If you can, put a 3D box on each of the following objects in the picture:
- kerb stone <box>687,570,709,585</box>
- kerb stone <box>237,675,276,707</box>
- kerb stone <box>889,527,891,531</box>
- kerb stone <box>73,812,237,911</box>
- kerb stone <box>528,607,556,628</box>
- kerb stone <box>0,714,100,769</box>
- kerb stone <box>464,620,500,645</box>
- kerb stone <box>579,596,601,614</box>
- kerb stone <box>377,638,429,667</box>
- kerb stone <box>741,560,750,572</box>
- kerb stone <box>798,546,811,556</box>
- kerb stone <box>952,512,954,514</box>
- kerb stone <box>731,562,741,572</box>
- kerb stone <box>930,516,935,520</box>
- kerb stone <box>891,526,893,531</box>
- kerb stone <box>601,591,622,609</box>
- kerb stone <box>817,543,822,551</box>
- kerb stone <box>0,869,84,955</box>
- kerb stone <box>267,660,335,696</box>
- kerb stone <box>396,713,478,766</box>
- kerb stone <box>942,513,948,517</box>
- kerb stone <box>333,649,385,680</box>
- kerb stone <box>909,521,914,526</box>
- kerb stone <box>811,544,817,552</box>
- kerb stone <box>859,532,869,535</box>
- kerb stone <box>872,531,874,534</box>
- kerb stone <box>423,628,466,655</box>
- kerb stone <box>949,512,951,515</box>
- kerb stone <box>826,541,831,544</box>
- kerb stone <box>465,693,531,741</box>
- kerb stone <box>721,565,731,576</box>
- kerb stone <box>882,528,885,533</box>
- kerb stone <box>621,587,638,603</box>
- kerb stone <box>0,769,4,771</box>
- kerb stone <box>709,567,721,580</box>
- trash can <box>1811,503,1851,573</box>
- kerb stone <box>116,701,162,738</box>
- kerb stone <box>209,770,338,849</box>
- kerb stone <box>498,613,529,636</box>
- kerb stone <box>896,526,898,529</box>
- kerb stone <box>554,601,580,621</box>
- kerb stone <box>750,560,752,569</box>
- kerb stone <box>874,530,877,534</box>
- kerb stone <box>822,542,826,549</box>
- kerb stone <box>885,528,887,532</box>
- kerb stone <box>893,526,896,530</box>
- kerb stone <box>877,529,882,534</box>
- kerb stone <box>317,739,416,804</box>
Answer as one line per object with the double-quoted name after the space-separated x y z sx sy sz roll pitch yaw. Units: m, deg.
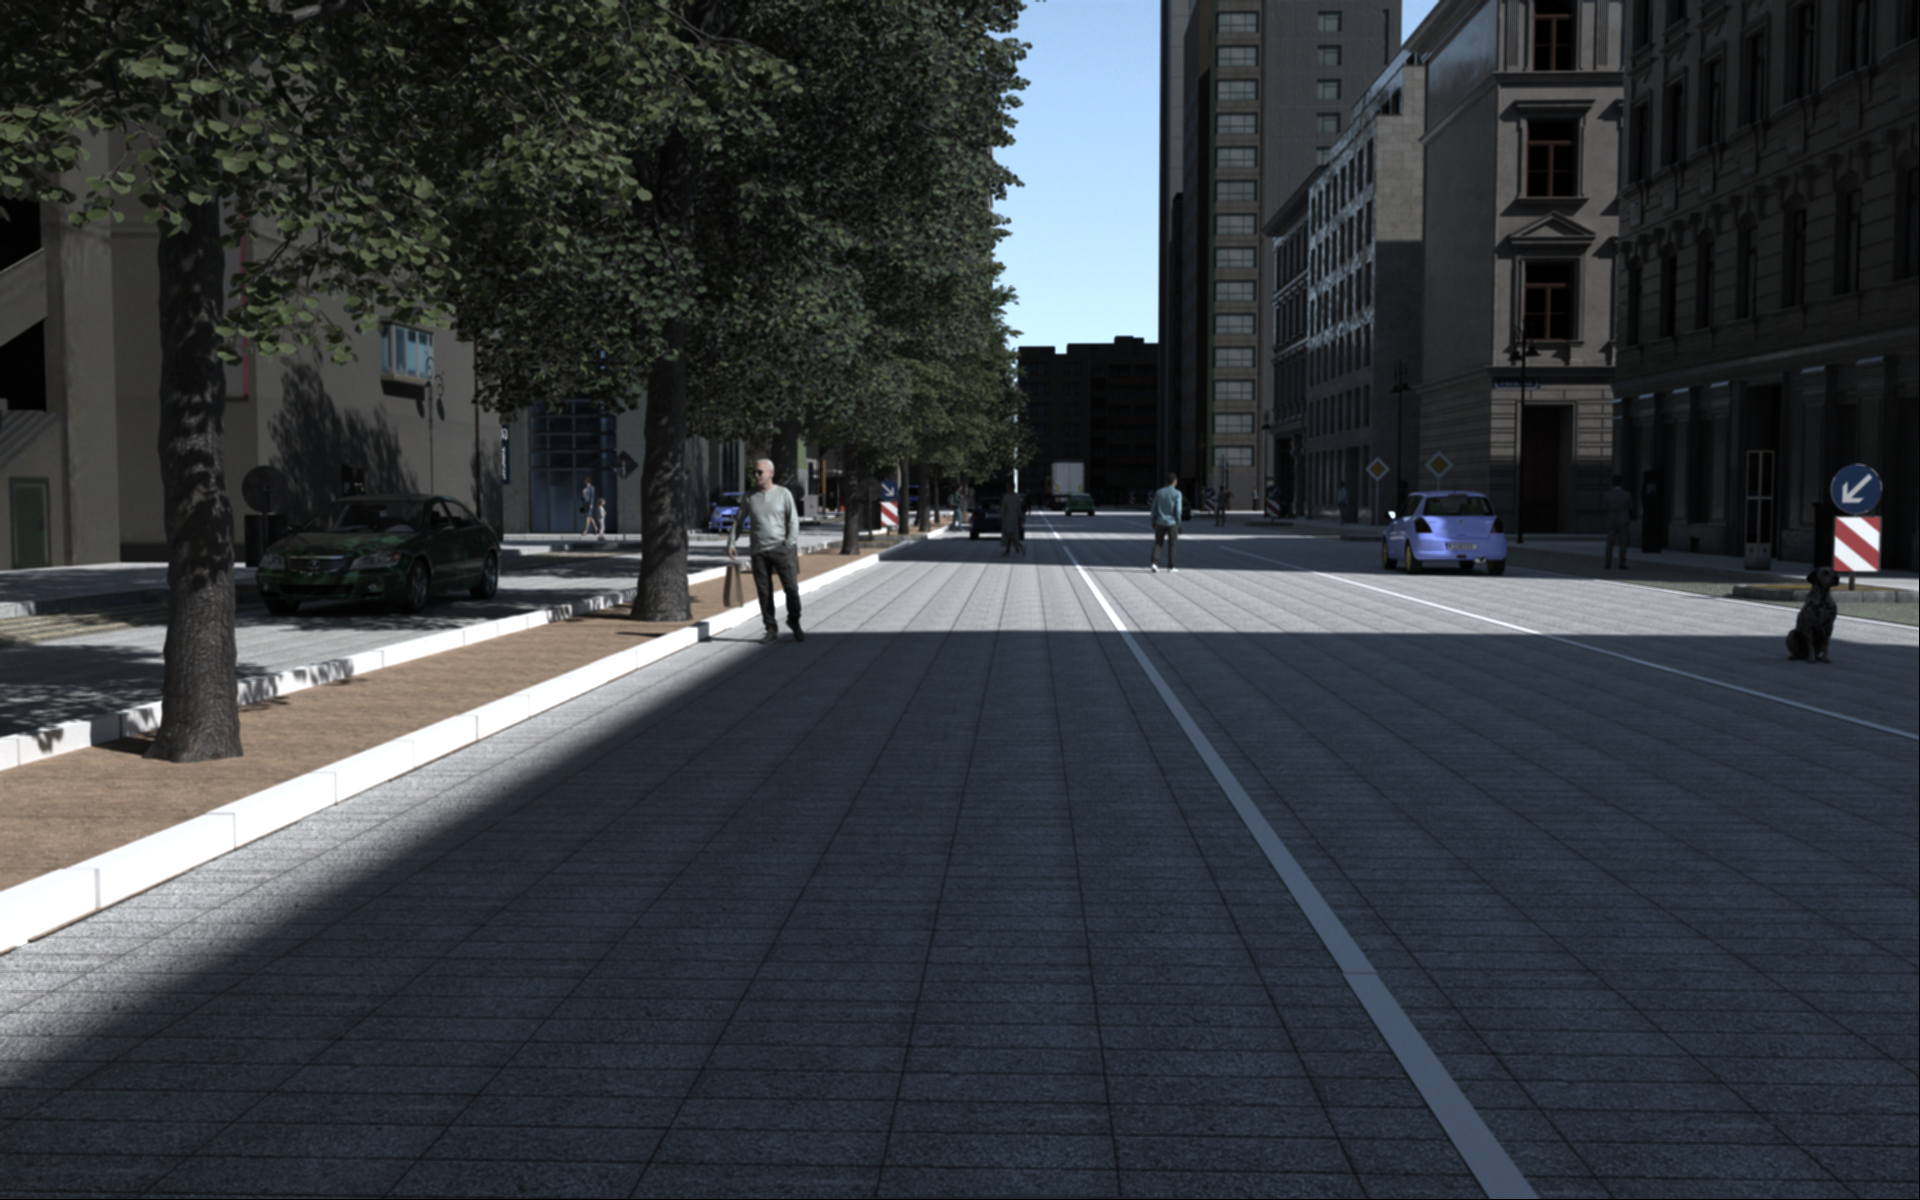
-4.249 -0.351 28.021 0.120 0.150 1.000 0 4 2 "kerb stone"
-4.895 0.646 11.641 0.120 0.150 1.000 0 4 2 "kerb stone"
-2.784 -2.644 65.426 0.120 0.150 1.000 0 4 2 "kerb stone"
-2.994 0.966 6.451 0.120 0.150 1.000 0 4 2 "kerb stone"
-4.608 0.213 18.812 0.120 0.150 1.000 0 4 2 "kerb stone"
-4.975 0.771 9.590 0.120 0.150 1.000 0 4 2 "kerb stone"
-4.691 0.332 16.760 0.120 0.150 1.000 0 4 2 "kerb stone"
-4.535 0.082 20.854 0.120 0.150 1.000 0 4 2 "kerb stone"
-4.769 0.458 14.715 0.120 0.150 1.000 0 4 2 "kerb stone"
-4.090 -0.607 32.113 0.120 0.150 1.000 0 4 2 "kerb stone"
-3.737 -1.172 41.352 0.120 0.150 1.000 0 4 2 "kerb stone"
-0.690 -5.904 118.751 0.120 0.150 1.000 0 4 2 "kerb stone"
-4.128 -0.543 31.092 0.120 0.150 1.000 0 4 2 "kerb stone"
-1.490 -4.651 98.245 0.120 0.150 1.000 0 4 2 "kerb stone"
-2.749 -2.705 66.447 0.120 0.150 1.000 0 4 2 "kerb stone"
-4.485 0.019 21.879 0.120 0.150 1.000 0 4 2 "kerb stone"
-3.651 -1.295 43.403 0.120 0.150 1.000 0 4 2 "kerb stone"
-3.041 1.025 5.430 0.120 0.150 1.000 0 4 2 "kerb stone"
-4.850 0.583 12.663 0.120 0.150 1.000 0 4 2 "kerb stone"
-2.880 0.776 9.515 0.120 0.150 1.000 0 4 2 "kerb stone"
-1.021 -5.401 110.544 0.120 0.150 1.000 0 4 2 "kerb stone"
-4.812 0.528 13.690 0.120 0.150 1.000 0 4 2 "kerb stone"
-2.184 -3.584 80.793 0.120 0.150 1.000 0 4 2 "kerb stone"
-3.691 -1.233 42.379 0.120 0.150 1.000 0 4 2 "kerb stone"
-3.145 -2.081 56.215 0.120 0.150 1.000 0 4 2 "kerb stone"
-3.067 -2.205 58.258 0.120 0.150 1.000 0 4 2 "kerb stone"
-4.735 0.395 15.736 0.120 0.150 1.000 0 4 2 "kerb stone"
-0.853 -5.654 114.649 0.120 0.150 1.000 0 4 2 "kerb stone"
-3.569 -1.421 45.453 0.120 0.150 1.000 0 4 2 "kerb stone"
-2.831 0.713 10.541 0.120 0.150 1.000 0 4 2 "kerb stone"
-4.171 -0.482 30.071 0.120 0.150 1.000 0 4 2 "kerb stone"
-2.903 -2.456 62.357 0.120 0.150 1.000 0 4 2 "kerb stone"
-4.452 -0.043 22.900 0.120 0.150 1.000 0 4 2 "kerb stone"
-5.012 0.834 8.566 0.120 0.150 1.000 0 4 2 "kerb stone"
-4.207 -0.419 29.049 0.120 0.150 1.000 0 4 2 "kerb stone"
14.346 -1.025 28.405 0.748 1.137 0.748 0 3 0 "trash can"
-4.932 0.716 10.611 0.120 0.150 1.000 0 4 2 "kerb stone"
-2.956 0.900 7.472 0.120 0.150 1.000 0 4 2 "kerb stone"
-4.654 0.269 17.791 0.120 0.150 1.000 0 4 2 "kerb stone"
-2.669 -2.832 68.505 0.120 0.150 1.000 0 4 2 "kerb stone"
-4.572 0.145 19.833 0.120 0.150 1.000 0 4 2 "kerb stone"
-4.051 -0.669 33.134 0.120 0.150 1.000 0 4 2 "kerb stone"
-3.019 -2.268 59.279 0.120 0.150 1.000 0 4 2 "kerb stone"
-3.609 -1.356 44.424 0.120 0.150 1.000 0 4 2 "kerb stone"
-2.862 -2.519 63.378 0.120 0.150 1.000 0 4 2 "kerb stone"
-2.702 -2.765 67.476 0.120 0.150 1.000 0 4 2 "kerb stone"
-2.946 -2.388 61.336 0.120 0.150 1.000 0 4 2 "kerb stone"
-2.917 0.838 8.494 0.120 0.150 1.000 0 4 2 "kerb stone"
